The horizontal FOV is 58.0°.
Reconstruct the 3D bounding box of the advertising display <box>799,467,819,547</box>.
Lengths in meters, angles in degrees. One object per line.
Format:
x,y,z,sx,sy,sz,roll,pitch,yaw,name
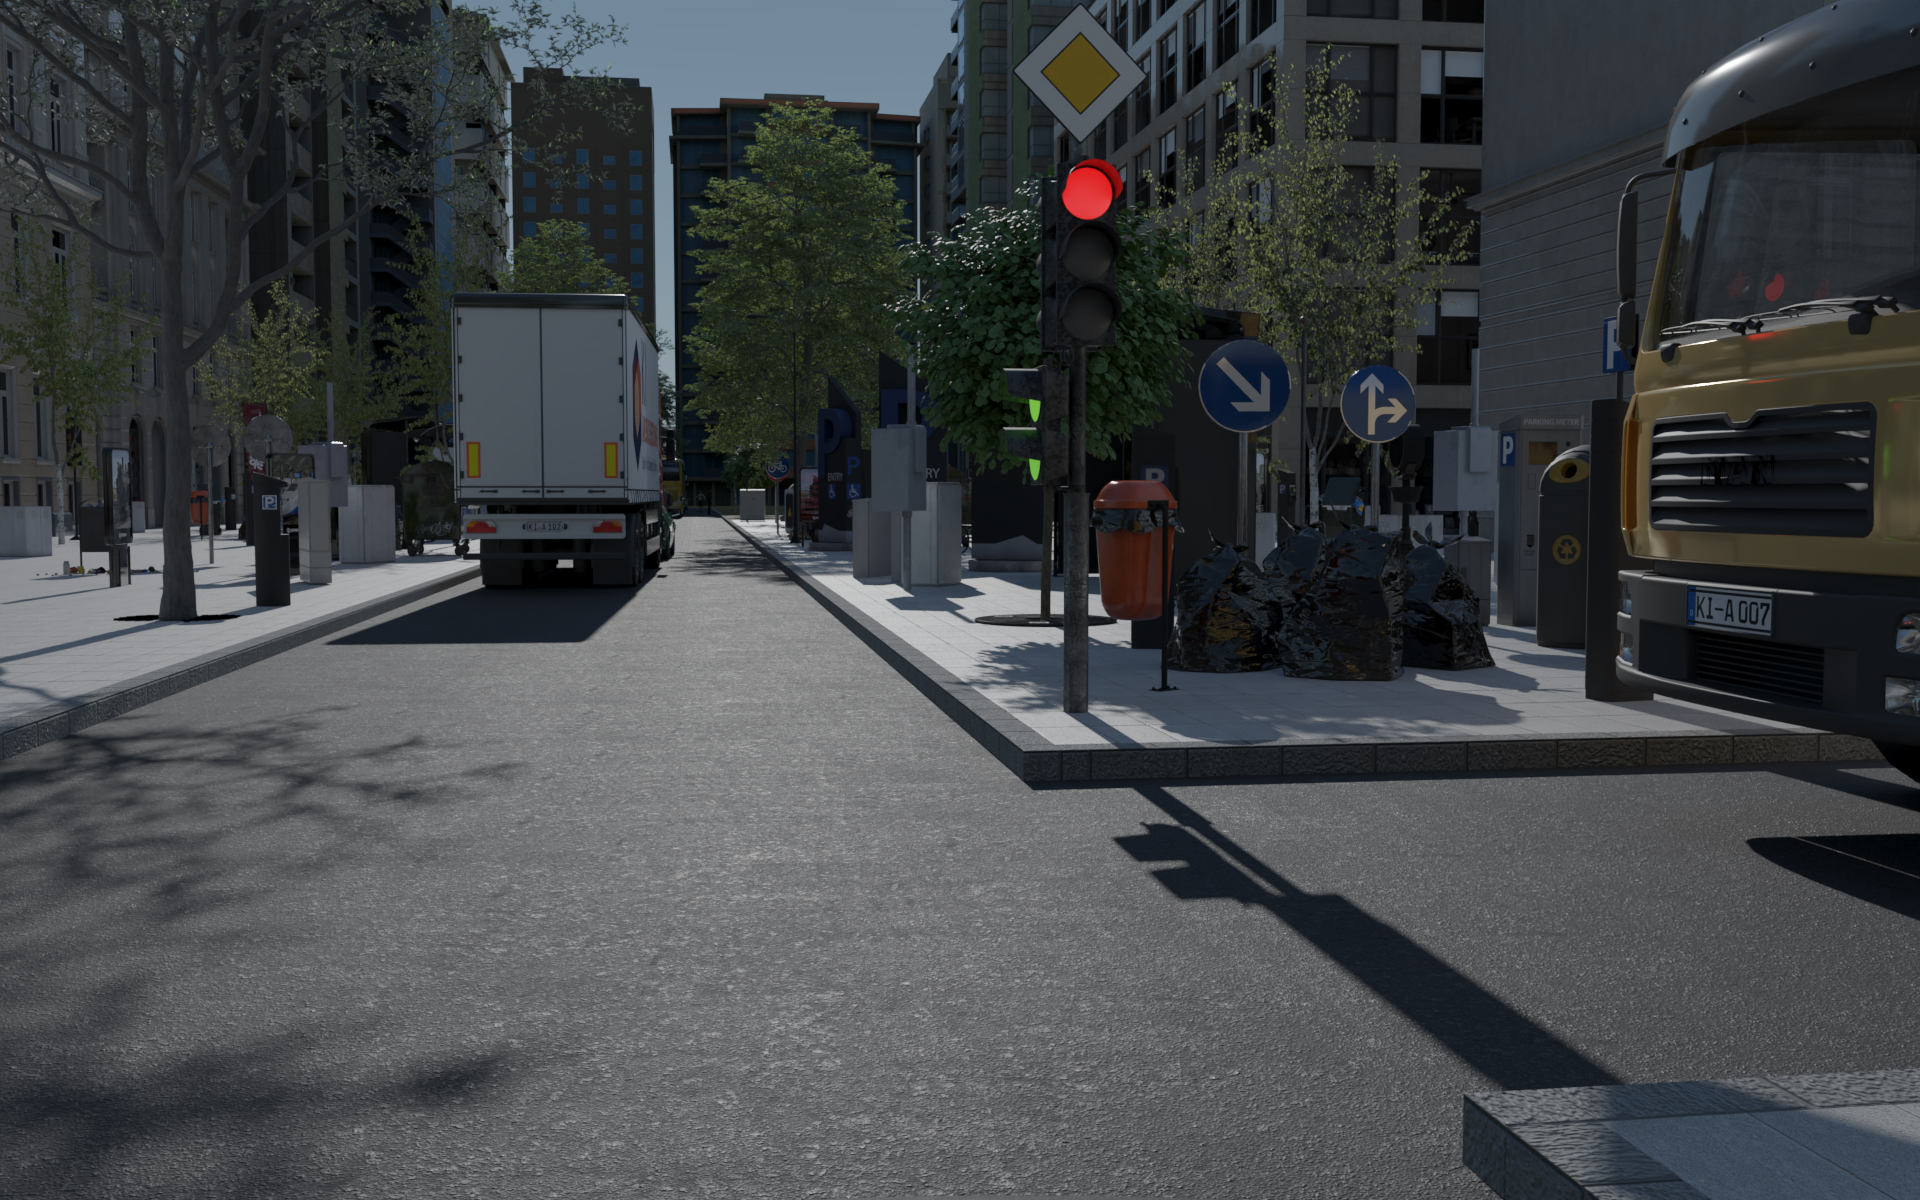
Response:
-3.379,-2.229,41.663,0.974,1.923,0.123,1,4,10,advertising display

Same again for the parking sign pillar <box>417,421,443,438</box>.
-19.623,-4.600,63.688,1.447,3.967,1.447,-1,4,-10,parking sign pillar

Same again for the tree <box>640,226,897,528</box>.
-6.024,-8.553,65.589,9.928,11.665,9.643,0,3,0,tree

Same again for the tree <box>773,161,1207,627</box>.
0.785,-2.051,17.241,4.285,4.588,4.351,0,3,0,tree

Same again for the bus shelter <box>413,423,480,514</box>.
-15.018,-3.571,52.304,2.014,3.302,5.546,-1,4,-9,bus shelter

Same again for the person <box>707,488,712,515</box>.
-17.326,-6.818,120.002,0.705,1.821,1.348,-1,4,-10,person

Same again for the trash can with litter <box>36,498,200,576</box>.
-13.538,-1.034,27.962,2.233,1.210,1.678,-1,4,-12,trash can with litter

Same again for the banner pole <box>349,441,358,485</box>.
-28.470,-5.578,81.224,0.863,3.779,0.401,3,4,39,banner pole

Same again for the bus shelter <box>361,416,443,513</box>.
-17.477,-3.883,54.763,1.731,3.624,6.357,-1,4,-9,bus shelter

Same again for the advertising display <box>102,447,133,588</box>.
-11.693,-1.153,24.068,0.123,1.923,0.974,-1,4,-11,advertising display

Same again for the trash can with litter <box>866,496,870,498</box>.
-2.799,-2.583,53.296,1.678,1.210,2.233,-2,4,-28,trash can with litter

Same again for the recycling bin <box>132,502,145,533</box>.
-27.487,-2.749,57.506,0.722,1.027,0.722,-2,4,-29,recycling bin

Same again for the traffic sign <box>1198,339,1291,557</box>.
2.338,-0.870,14.327,0.768,2.556,0.104,0,4,-2,traffic sign

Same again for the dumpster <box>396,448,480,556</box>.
-10.959,-2.075,36.426,1.502,2.255,1.985,-1,4,-9,dumpster

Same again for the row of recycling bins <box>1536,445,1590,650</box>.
5.654,-0.379,13.312,1.069,1.692,3.534,-1,4,-13,row of recycling bins

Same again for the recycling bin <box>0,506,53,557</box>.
-19.172,-1.405,35.525,0.722,1.027,0.722,1,4,10,recycling bin

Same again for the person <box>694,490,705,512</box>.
-21.104,-8.030,140.572,1.217,1.735,0.721,2,4,34,person

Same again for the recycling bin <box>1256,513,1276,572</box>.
3.803,-0.659,23.322,0.722,1.027,0.722,0,4,-6,recycling bin

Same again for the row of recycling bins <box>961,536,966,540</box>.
-1.141,-2.591,49.468,1.069,1.692,3.534,-3,5,-41,row of recycling bins

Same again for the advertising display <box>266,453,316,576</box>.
-10.534,-1.352,27.318,0.123,1.923,0.974,1,4,20,advertising display

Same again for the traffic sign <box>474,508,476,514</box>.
-13.703,-2.917,48.885,0.795,2.450,0.064,0,4,-8,traffic sign

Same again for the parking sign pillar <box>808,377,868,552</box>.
-2.729,-3.104,39.230,1.447,3.967,1.447,-2,4,-33,parking sign pillar

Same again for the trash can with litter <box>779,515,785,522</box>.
-7.949,-4.232,80.585,1.055,1.170,0.624,1,4,13,trash can with litter

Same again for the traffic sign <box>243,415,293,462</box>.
-11.123,-1.698,27.874,0.768,2.556,0.104,0,4,-8,traffic sign

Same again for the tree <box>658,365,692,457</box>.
-27.512,-14.684,146.745,9.857,13.997,8.962,0,3,0,tree

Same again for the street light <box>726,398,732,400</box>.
-10.870,-6.804,83.789,1.470,5.913,1.316,-1,4,-9,street light

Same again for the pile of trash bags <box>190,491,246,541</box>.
-19.719,-2.367,48.456,3.447,1.369,1.912,-2,4,-28,pile of trash bags

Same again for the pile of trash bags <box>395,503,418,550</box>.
-13.687,-1.813,39.392,1.912,1.369,3.447,0,4,3,pile of trash bags

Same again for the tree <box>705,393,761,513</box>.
-15.228,-10.211,117.314,4.360,8.622,3.978,0,3,0,tree

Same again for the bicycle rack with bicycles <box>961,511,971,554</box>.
0.910,-1.477,37.531,2.852,0.926,2.925,-2,4,-31,bicycle rack with bicycles

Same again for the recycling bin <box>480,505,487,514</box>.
-17.828,-3.166,64.312,0.722,1.027,0.722,0,4,3,recycling bin

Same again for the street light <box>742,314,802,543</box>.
-4.822,-4.426,44.913,1.470,5.913,1.316,-1,4,-9,street light

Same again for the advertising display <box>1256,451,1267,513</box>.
4.147,-1.256,25.745,0.974,1.923,0.123,-2,4,-32,advertising display

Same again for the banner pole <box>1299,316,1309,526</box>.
4.885,-2.120,24.682,0.401,3.779,0.863,1,4,11,banner pole

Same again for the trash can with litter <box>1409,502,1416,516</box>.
13.420,-2.434,50.848,1.678,1.210,2.233,2,4,25,trash can with litter

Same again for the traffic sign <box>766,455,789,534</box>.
-5.888,-3.414,55.919,0.768,2.556,0.104,0,4,-7,traffic sign

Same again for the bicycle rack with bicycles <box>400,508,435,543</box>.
-15.125,-1.987,45.869,2.925,0.926,2.852,1,4,9,bicycle rack with bicycles

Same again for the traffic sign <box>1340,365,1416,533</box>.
4.115,-1.044,17.173,0.768,2.556,0.104,0,4,-6,traffic sign

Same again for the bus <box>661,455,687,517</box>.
-18.681,-7.187,109.046,2.896,3.916,12.252,-1,4,-8,bus

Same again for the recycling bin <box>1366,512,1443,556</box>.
5.342,-0.501,20.745,0.722,1.027,0.722,2,4,28,recycling bin

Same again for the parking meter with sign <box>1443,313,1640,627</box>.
5.639,-1.262,16.902,1.738,3.016,0.543,0,4,-7,parking meter with sign

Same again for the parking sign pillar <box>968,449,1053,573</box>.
0.862,-2.471,28.870,1.447,3.967,1.447,1,4,22,parking sign pillar

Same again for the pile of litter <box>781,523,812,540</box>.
-4.331,-2.122,48.654,1.719,0.858,1.176,-3,4,-36,pile of litter

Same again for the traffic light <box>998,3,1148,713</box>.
0.663,-1.295,10.094,0.839,4.253,0.868,-1,4,-9,traffic light

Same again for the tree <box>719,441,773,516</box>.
-12.062,-7.295,102.994,4.285,4.588,4.351,0,3,0,tree

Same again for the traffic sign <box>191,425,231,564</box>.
-13.793,-1.942,31.853,0.768,2.556,0.104,0,4,-4,traffic sign

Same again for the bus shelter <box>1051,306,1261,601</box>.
2.393,-1.995,23.903,1.731,3.624,6.357,-1,4,-9,bus shelter

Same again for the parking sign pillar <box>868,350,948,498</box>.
-0.874,-2.683,32.346,1.447,3.967,1.447,0,4,3,parking sign pillar

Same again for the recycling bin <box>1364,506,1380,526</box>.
8.735,-1.551,37.920,0.722,1.027,0.722,0,4,-6,recycling bin

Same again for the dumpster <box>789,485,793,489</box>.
-7.541,-4.692,82.474,1.264,1.857,1.865,-1,4,-9,dumpster

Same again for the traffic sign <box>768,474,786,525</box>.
-7.555,-4.371,71.564,0.768,2.556,0.104,0,4,-1,traffic sign

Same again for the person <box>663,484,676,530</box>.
-11.558,-3.627,67.762,0.822,1.834,0.622,1,4,9,person

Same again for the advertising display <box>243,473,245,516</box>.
-20.714,-2.818,51.287,0.974,1.923,0.123,0,4,2,advertising display

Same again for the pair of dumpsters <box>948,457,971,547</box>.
-0.694,-2.524,43.763,1.574,2.255,4.437,-1,4,-9,pair of dumpsters

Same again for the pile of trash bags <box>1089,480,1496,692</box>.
2.231,-0.162,12.402,3.447,1.369,1.912,-3,5,-42,pile of trash bags

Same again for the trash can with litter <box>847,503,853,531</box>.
-2.139,-1.596,37.485,0.624,1.170,1.055,0,4,-5,trash can with litter
